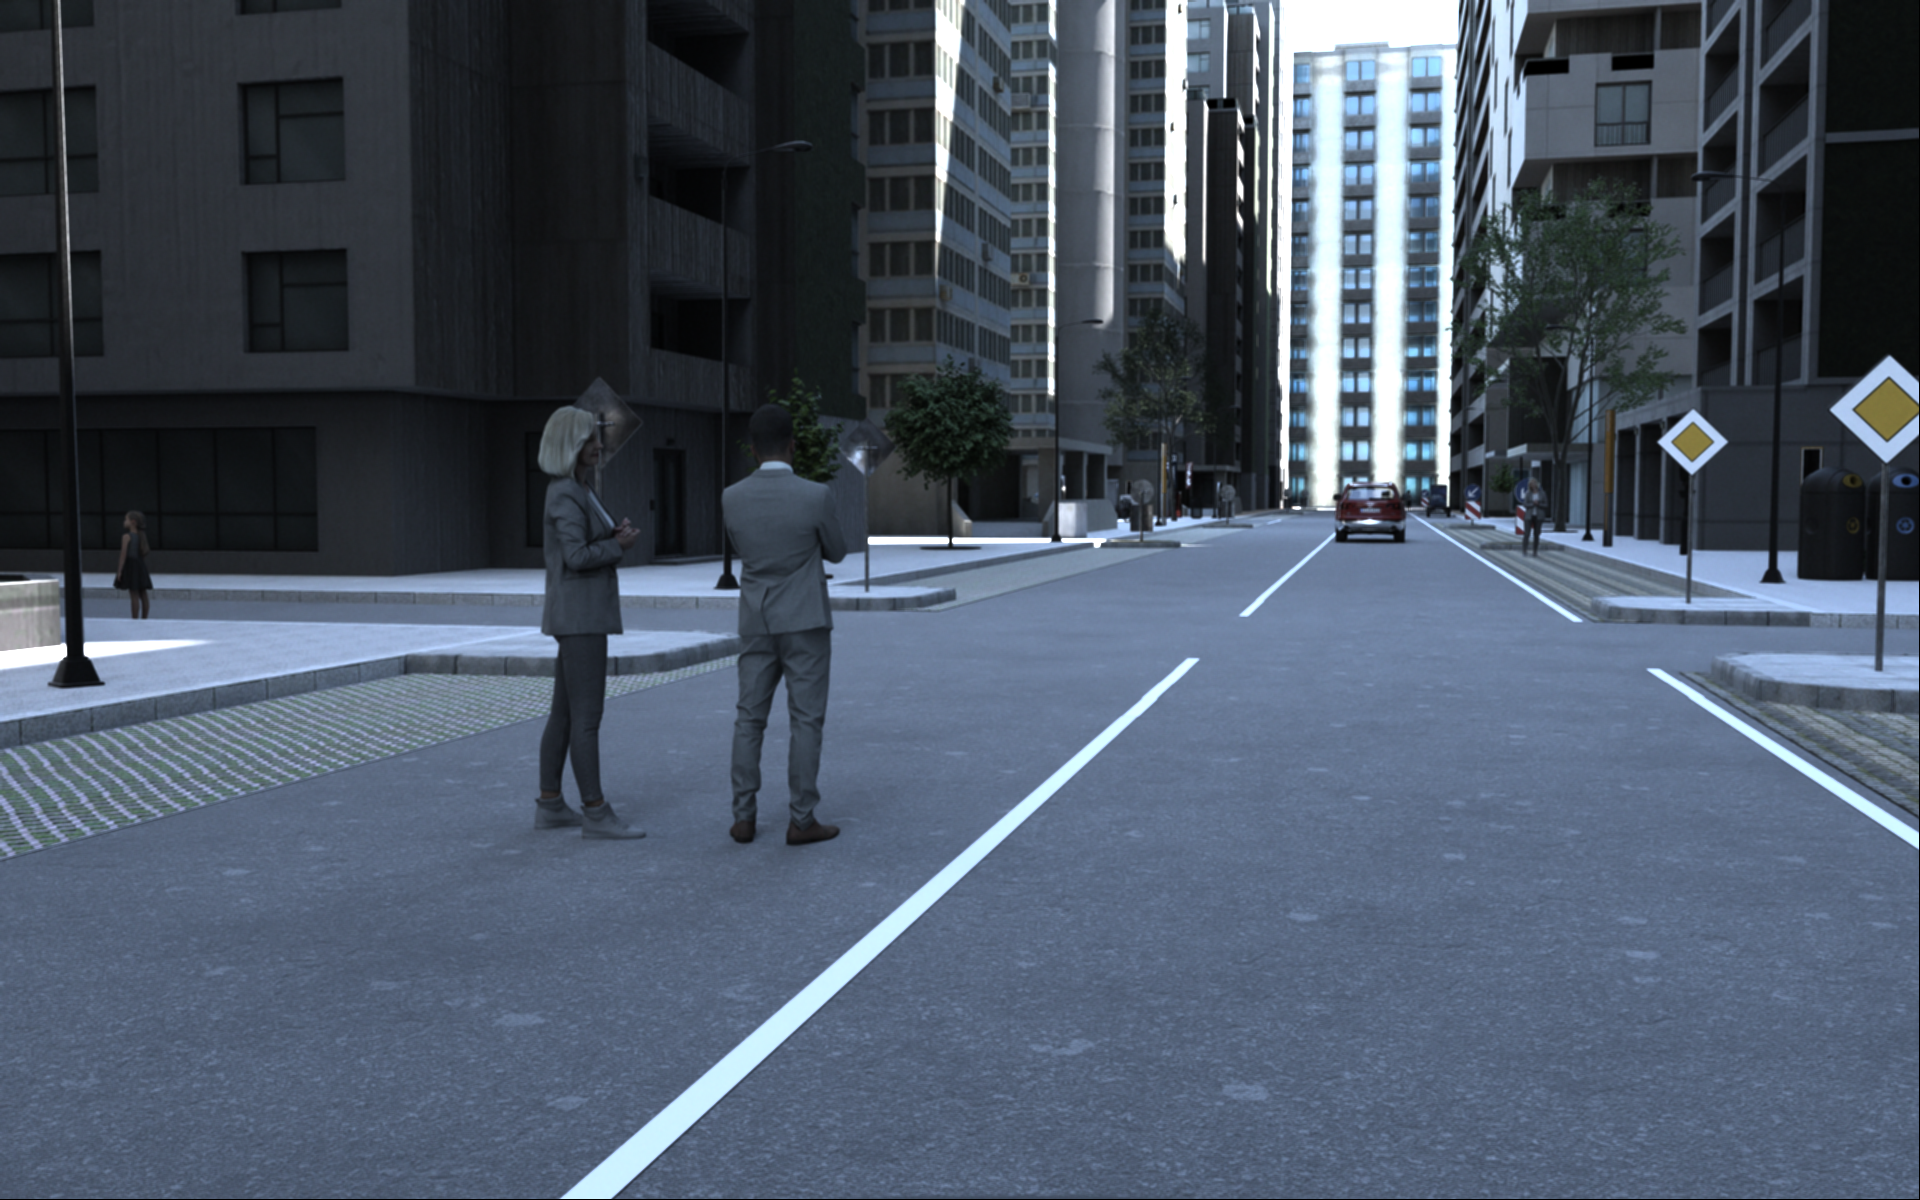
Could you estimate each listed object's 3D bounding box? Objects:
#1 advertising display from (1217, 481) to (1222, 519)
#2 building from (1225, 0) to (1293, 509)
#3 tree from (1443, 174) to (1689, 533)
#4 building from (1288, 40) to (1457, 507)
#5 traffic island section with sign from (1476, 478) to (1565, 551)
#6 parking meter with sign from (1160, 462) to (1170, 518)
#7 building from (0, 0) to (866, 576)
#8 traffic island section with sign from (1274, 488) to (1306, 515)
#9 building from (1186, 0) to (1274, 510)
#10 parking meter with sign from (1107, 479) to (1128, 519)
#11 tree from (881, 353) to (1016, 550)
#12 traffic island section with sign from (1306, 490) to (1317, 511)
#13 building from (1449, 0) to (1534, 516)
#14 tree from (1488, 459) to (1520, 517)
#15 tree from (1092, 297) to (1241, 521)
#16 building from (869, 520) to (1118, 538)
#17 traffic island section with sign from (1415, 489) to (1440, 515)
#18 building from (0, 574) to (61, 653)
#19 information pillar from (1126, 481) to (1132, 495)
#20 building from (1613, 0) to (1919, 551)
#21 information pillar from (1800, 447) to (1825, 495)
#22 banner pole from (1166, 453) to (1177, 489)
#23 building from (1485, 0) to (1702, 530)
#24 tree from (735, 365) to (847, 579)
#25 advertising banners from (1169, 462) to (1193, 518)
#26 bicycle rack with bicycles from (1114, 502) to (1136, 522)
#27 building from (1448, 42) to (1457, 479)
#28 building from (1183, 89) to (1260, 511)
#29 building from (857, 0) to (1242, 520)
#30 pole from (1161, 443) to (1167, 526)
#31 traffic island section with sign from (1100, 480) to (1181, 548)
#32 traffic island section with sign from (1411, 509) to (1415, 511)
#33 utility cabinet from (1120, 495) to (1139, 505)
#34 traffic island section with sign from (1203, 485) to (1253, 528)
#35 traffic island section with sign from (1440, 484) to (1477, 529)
[{"bbox_3d":[13.293,-5.108,88.729,0.123,1.923,0.974,0,4,2],"label":"advertising display"},{"bbox_3d":[19.964,-44.201,160.943,20.611,71.187,20.563,1,4,14],"label":"building"},{"bbox_3d":[20.094,-8.074,57.768,9.928,11.665,9.643,0,3,0],"label":"tree"},{"bbox_3d":[42.823,-34.661,186.311,30.456,49.044,23.786,1,4,14],"label":"building"},{"bbox_3d":[14.499,-2.208,44.727,1.989,1.847,2.006,1,4,14],"label":"traffic island section with sign"},{"bbox_3d":[11.002,-5.934,93.276,0.543,3.016,1.738,1,4,19],"label":"parking meter with sign"},{"bbox_3d":[-10.507,-15.955,32.571,14.160,30.474,14.107,1,4,14],"label":"building"},{"bbox_3d":[23.083,-6.909,121.590,1.989,1.847,2.006,1,4,14],"label":"traffic island section with sign"},{"bbox_3d":[17.847,-27.990,141.235,14.154,41.232,14.086,1,4,14],"label":"building"},{"bbox_3d":[7.893,-5.751,90.288,1.738,3.016,0.543,1,4,19],"label":"parking meter with sign"},{"bbox_3d":[-0.221,-3.477,40.564,4.285,4.588,4.351,0,3,0],"label":"tree"},{"bbox_3d":[29.675,-8.570,148.747,1.989,1.847,2.006,1,4,14],"label":"traffic island section with sign"},{"bbox_3d":[47.174,-30.662,125.018,21.300,48.544,21.600,1,4,14],"label":"building"},{"bbox_3d":[29.967,-6.165,95.405,1.663,3.219,1.824,0,3,0],"label":"tree"},{"bbox_3d":[9.891,-9.048,82.349,7.601,10.594,8.767,1,4,19],"label":"tree"},{"bbox_3d":[-11.424,-22.532,60.274,32.217,40.220,23.993,1,4,14],"label":"building"},{"bbox_3d":[32.573,-6.764,119.223,1.989,1.847,2.006,1,4,14],"label":"traffic island section with sign"},{"bbox_3d":[-21.296,-28.459,7.304,28.212,58.520,21.231,1,4,14],"label":"building"},{"bbox_3d":[9.516,-5.693,97.570,0.304,2.012,0.304,0,4,4],"label":"information pillar"},{"bbox_3d":[27.755,-36.759,39.265,20.563,71.187,20.611,1,4,14],"label":"building"},{"bbox_3d":[13.325,-1.384,27.118,0.304,2.012,0.304,2,4,31],"label":"information pillar"},{"bbox_3d":[11.112,-6.226,91.812,0.863,3.779,0.401,1,4,16],"label":"banner pole"},{"bbox_3d":[36.800,-29.510,71.734,28.713,52.752,27.495,1,4,14],"label":"building"},{"bbox_3d":[-2.571,-1.932,26.184,1.663,3.219,1.824,0,3,0],"label":"tree"},{"bbox_3d":[11.924,-6.019,94.595,0.090,3.025,2.074,-3,5,-43],"label":"advertising banners"},{"bbox_3d":[7.123,-4.014,79.014,2.925,0.926,2.852,-3,4,-36],"label":"bicycle rack with bicycles"},{"bbox_3d":[54.113,-30.270,149.540,22.147,44.769,28.867,1,4,14],"label":"building"},{"bbox_3d":[14.420,-21.787,127.915,14.160,30.474,14.107,1,4,14],"label":"building"},{"bbox_3d":[1.501,-25.645,111.175,32.217,40.220,23.993,1,4,14],"label":"building"},{"bbox_3d":[8.229,-4.647,69.827,0.158,3.312,0.155,0,3,0],"label":"pole"},{"bbox_3d":[4.889,-2.319,46.537,1.989,1.847,2.006,1,4,14],"label":"traffic island section with sign"},{"bbox_3d":[38.987,-8.384,145.701,1.989,1.847,2.006,1,4,14],"label":"traffic island section with sign"},{"bbox_3d":[9.428,-5.215,96.435,1.020,1.237,0.306,2,4,27],"label":"utility cabinet"},{"bbox_3d":[11.367,-3.955,73.289,1.989,1.847,2.006,1,4,14],"label":"traffic island section with sign"},{"bbox_3d":[20.849,-3.810,70.927,1.989,1.847,2.006,1,4,14],"label":"traffic island section with sign"}]
